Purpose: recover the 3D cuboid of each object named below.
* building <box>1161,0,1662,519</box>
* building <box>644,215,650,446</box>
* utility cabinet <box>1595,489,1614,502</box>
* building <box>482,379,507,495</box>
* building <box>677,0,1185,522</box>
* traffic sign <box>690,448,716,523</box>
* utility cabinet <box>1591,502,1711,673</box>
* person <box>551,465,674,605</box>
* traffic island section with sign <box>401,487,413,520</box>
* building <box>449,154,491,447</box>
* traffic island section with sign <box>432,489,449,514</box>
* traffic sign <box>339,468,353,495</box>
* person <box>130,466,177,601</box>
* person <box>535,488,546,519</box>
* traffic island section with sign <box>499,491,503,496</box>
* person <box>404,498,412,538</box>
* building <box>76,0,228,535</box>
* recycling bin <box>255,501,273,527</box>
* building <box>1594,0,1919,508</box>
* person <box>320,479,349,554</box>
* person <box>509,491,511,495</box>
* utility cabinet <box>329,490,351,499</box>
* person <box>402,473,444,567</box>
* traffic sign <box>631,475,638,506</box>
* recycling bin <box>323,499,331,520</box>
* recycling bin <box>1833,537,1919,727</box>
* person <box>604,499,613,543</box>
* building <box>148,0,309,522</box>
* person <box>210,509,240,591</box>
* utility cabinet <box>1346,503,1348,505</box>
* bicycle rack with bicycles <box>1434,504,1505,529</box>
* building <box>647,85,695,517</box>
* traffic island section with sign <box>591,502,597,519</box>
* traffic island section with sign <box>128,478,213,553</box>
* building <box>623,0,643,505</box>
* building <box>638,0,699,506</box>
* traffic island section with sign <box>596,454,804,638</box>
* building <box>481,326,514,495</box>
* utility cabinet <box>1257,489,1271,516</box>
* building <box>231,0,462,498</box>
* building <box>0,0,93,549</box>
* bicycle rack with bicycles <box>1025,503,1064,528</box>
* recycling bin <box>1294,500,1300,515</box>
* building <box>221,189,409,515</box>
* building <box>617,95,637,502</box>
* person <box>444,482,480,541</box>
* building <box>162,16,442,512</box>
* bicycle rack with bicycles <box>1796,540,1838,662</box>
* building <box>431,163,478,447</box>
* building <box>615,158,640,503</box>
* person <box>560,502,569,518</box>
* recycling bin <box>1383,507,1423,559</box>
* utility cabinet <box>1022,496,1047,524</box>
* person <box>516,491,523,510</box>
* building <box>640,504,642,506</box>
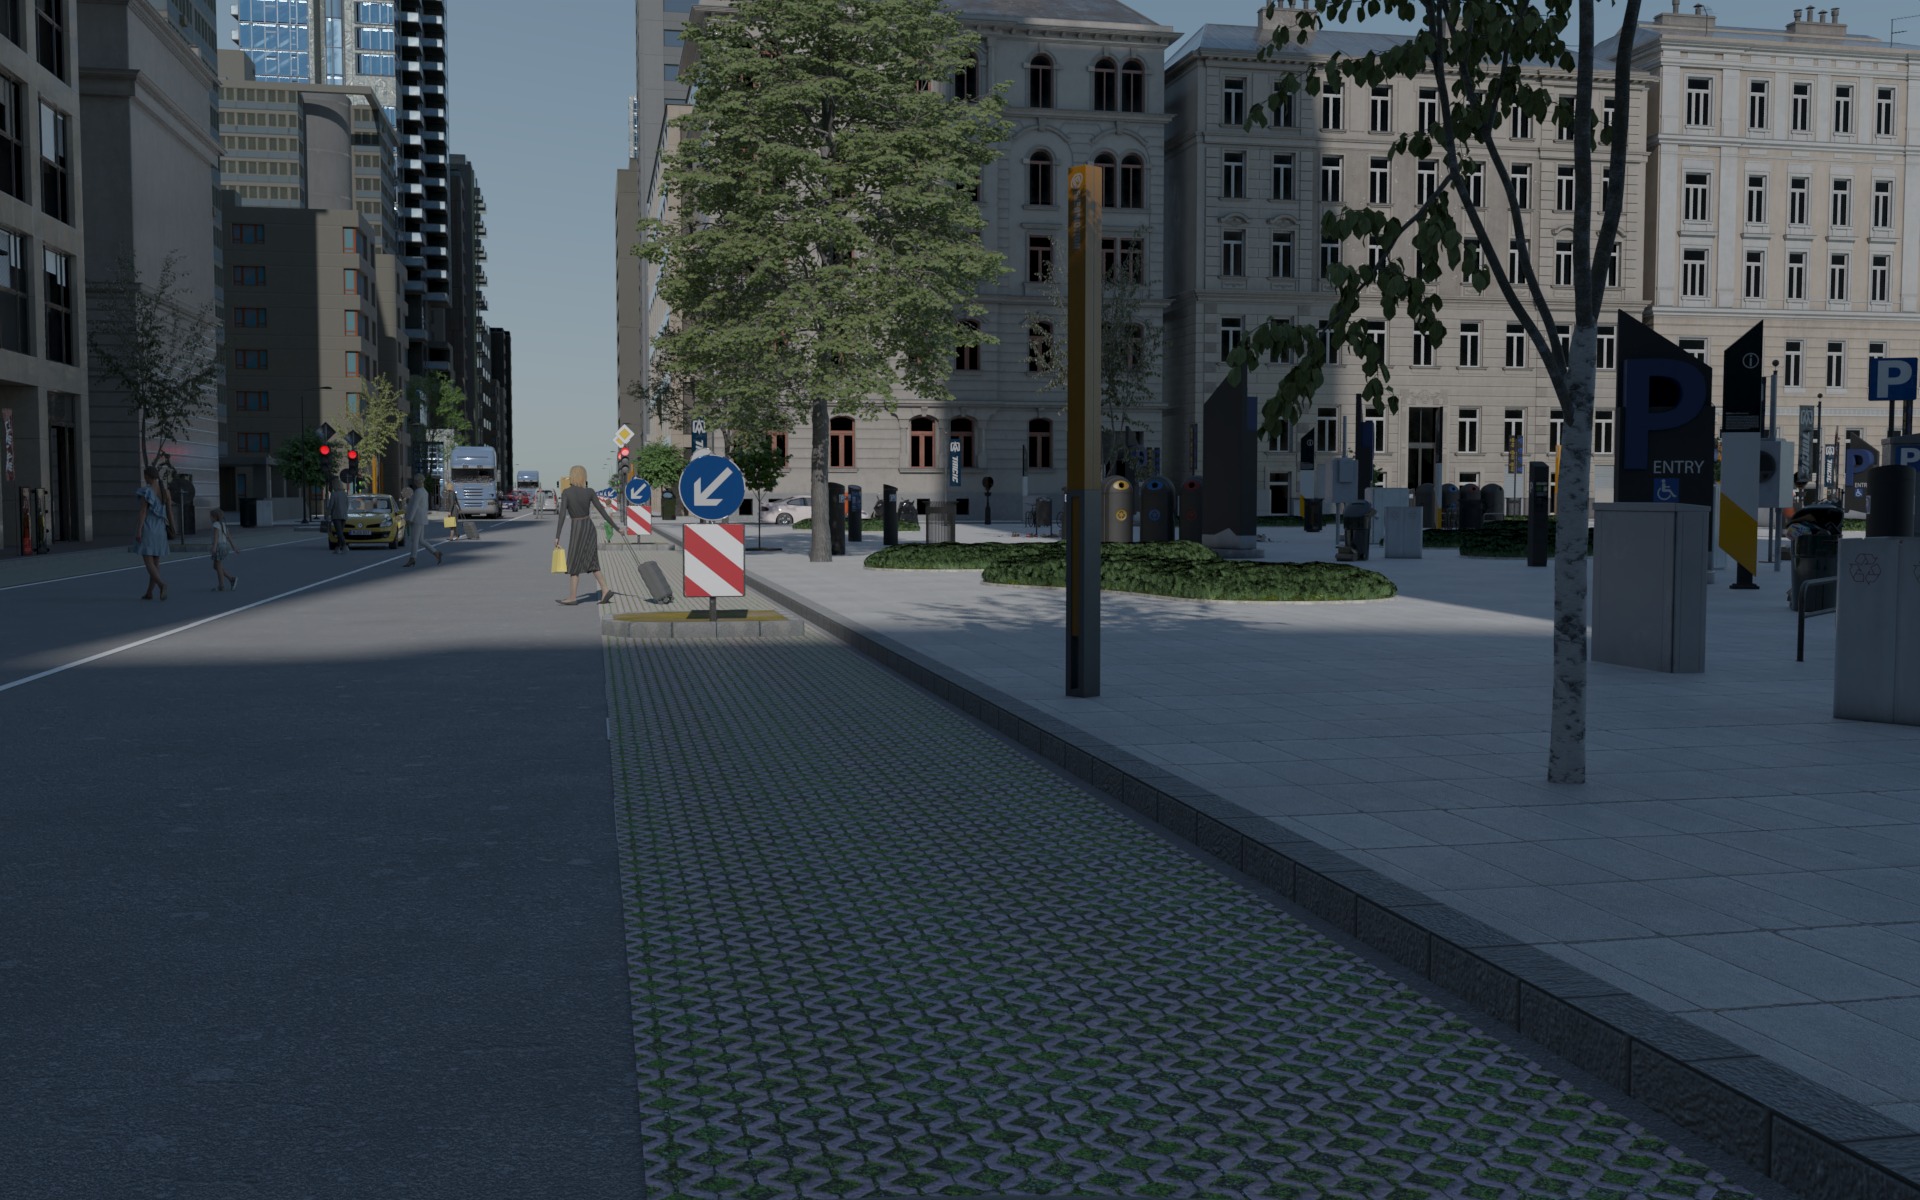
[{"bbox_3d":[22.077,-18.009,91.706,25.104,27.353,12.463,-1,4,-12],"label":"building"},{"bbox_3d":[-18.929,-21.836,142.917,13.634,28.700,20.117,-1,4,-12],"label":"building"},{"bbox_3d":[26.375,-3.765,70.236,1.173,1.500,0.318,3,5,45],"label":"utility cabinet"},{"bbox_3d":[-86.081,-26.094,271.672,27.650,21.520,28.899,-1,4,-12],"label":"building"},{"bbox_3d":[-2.102,-18.411,88.406,23.554,28.519,14.401,-1,4,-12],"label":"building"},{"bbox_3d":[-7.072,-2.927,47.956,0.768,2.556,0.104,0,4,-4],"label":"traffic sign"},{"bbox_3d":[5.115,-0.104,12.867,0.306,1.237,1.020,-1,4,-13],"label":"utility cabinet"},{"bbox_3d":[-4.504,-0.831,22.304,1.509,1.804,0.699,0,4,3],"label":"person"},{"bbox_3d":[-31.108,-5.443,97.622,1.989,1.847,2.006,-1,4,-12],"label":"traffic island section with sign"},{"bbox_3d":[-77.829,-38.085,242.300,23.786,49.044,30.456,-1,4,-12],"label":"building"},{"bbox_3d":[-36.745,-7.055,123.984,1.989,1.847,2.006,-1,4,-12],"label":"traffic island section with sign"},{"bbox_3d":[-30.217,-5.220,85.453,0.768,2.556,0.104,0,4,-8],"label":"traffic sign"},{"bbox_3d":[-10.821,-0.901,23.331,0.778,1.811,0.616,3,5,40],"label":"person"},{"bbox_3d":[-24.395,-5.627,100.603,0.635,1.810,0.391,-1,4,-13],"label":"person"},{"bbox_3d":[-52.867,-11.671,199.443,1.989,1.847,2.006,-1,4,-12],"label":"traffic island section with sign"},{"bbox_3d":[-17.836,-2.654,56.146,0.306,1.304,0.590,-2,4,-29],"label":"person"},{"bbox_3d":[-38.165,-13.162,57.007,24.055,21.916,13.314,-1,4,-12],"label":"building"},{"bbox_3d":[-27.246,-3.358,67.461,0.722,1.027,0.722,-3,4,-38],"label":"recycling bin"},{"bbox_3d":[44.007,-19.041,97.227,20.117,28.700,13.634,-1,4,-12],"label":"building"},{"bbox_3d":[-14.883,-1.997,41.339,0.728,1.800,0.709,2,4,33],"label":"person"},{"bbox_3d":[-56.567,-12.806,217.846,1.348,1.831,0.705,1,4,11],"label":"person"},{"bbox_3d":[-36.193,-5.657,101.163,1.173,1.500,0.318,0,4,6],"label":"utility cabinet"},{"bbox_3d":[-10.632,-1.583,34.256,0.818,1.842,0.514,-1,4,-23],"label":"person"},{"bbox_3d":[-21.742,-7.120,116.510,0.768,2.556,0.104,-1,4,-11],"label":"traffic sign"},{"bbox_3d":[-31.265,-4.509,86.271,0.722,1.027,0.722,-2,4,-30],"label":"recycling bin"},{"bbox_3d":[5.486,0.166,9.837,0.722,1.027,0.722,-3,4,-39],"label":"recycling bin"},{"bbox_3d":[-9.449,-2.064,46.487,0.306,1.304,0.590,1,4,9],"label":"person"},{"bbox_3d":[-49.385,-23.863,82.033,32.217,40.220,23.993,-1,4,-12],"label":"building"},{"bbox_3d":[-10.888,-0.737,25.563,0.382,1.210,0.505,0,4,-5],"label":"person"},{"bbox_3d":[12.331,-2.556,52.952,1.020,1.237,0.306,0,4,-3],"label":"utility cabinet"},{"bbox_3d":[17.831,-2.927,61.239,2.852,0.926,2.925,3,5,41],"label":"bicycle rack with bicycles"},{"bbox_3d":[-10.614,-19.087,116.588,19.350,26.468,34.151,-1,4,-12],"label":"building"},{"bbox_3d":[-8.371,-2.189,44.425,1.989,1.847,2.006,-1,4,-12],"label":"traffic island section with sign"},{"bbox_3d":[-19.488,-2.118,43.255,1.989,1.847,2.006,-1,4,-12],"label":"traffic island section with sign"},{"bbox_3d":[-31.731,-47.556,215.787,20.563,71.187,20.611,-1,4,-12],"label":"building"},{"bbox_3d":[-20.540,-38.358,169.146,21.231,58.520,28.212,-1,4,-12],"label":"building"},{"bbox_3d":[-2.736,-0.577,18.063,1.989,1.847,2.006,-1,4,-12],"label":"traffic island section with sign"},{"bbox_3d":[-83.489,-31.939,293.896,14.160,30.474,14.107,-1,4,-12],"label":"building"},{"bbox_3d":[14.328,-4.558,83.200,1.173,1.500,0.318,2,4,23],"label":"utility cabinet"},{"bbox_3d":[-64.492,-53.226,182.921,22.319,86.520,31.000,-1,4,-12],"label":"building"},{"bbox_3d":[-29.676,-13.680,28.190,19.350,26.468,34.151,-1,4,-12],"label":"building"},{"bbox_3d":[3.526,-3.270,66.854,2.852,0.926,2.925,2,4,28],"label":"bicycle rack with bicycles"},{"bbox_3d":[13.987,-3.554,70.663,0.722,1.027,0.722,1,4,11],"label":"recycling bin"},{"bbox_3d":[-53.108,-16.632,116.966,27.650,21.520,28.899,-1,4,-12],"label":"building"},{"bbox_3d":[-42.679,-58.664,271.833,22.319,86.520,31.000,-1,4,-12],"label":"building"},{"bbox_3d":[-15.424,-2.739,53.507,0.699,1.804,1.509,2,4,29],"label":"person"},{"bbox_3d":[-64.180,-28.373,155.776,32.217,40.220,23.993,-1,4,-12],"label":"building"},{"bbox_3d":[7.885,-0.001,13.405,2.852,0.926,2.925,3,5,41],"label":"bicycle rack with bicycles"},{"bbox_3d":[-65.645,-32.046,207.538,14.154,41.232,14.086,-1,4,-12],"label":"building"},{"bbox_3d":[-37.924,-38.116,246.896,21.300,48.544,21.600,-1,4,-12],"label":"building"},{"bbox_3d":[-23.663,-5.794,103.900,0.731,1.740,0.598,-3,4,-36],"label":"person"},{"bbox_3d":[8.882,-1.356,34.732,0.722,1.027,0.722,1,4,11],"label":"recycling bin"},{"bbox_3d":[3.185,-3.841,73.956,1.020,1.237,0.306,0,4,4],"label":"utility cabinet"},{"bbox_3d":[-40.650,-9.211,159.814,0.721,1.736,1.217,1,4,20],"label":"person"},{"bbox_3d":[-20.167,-30.859,196.424,32.217,40.220,23.993,-1,4,-12],"label":"building"}]
